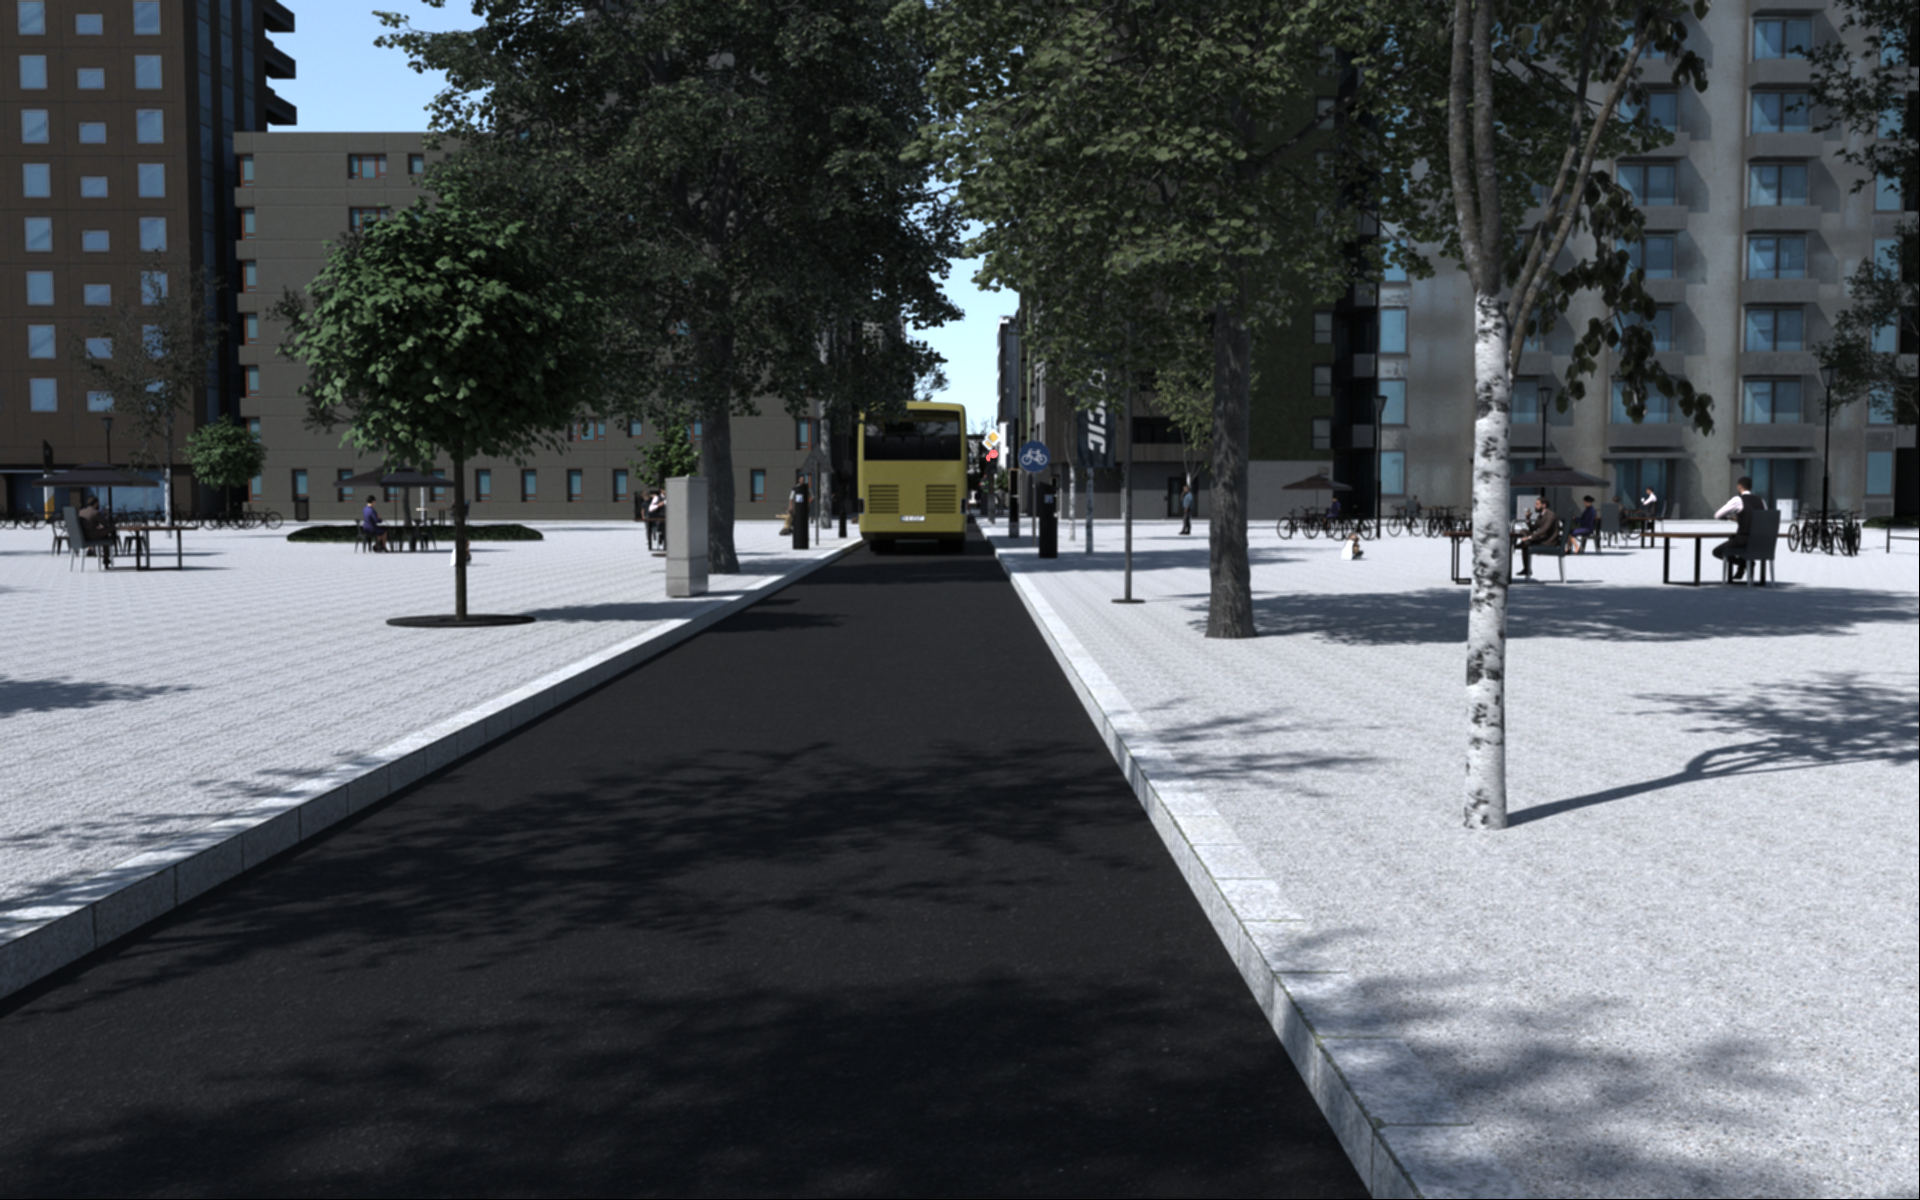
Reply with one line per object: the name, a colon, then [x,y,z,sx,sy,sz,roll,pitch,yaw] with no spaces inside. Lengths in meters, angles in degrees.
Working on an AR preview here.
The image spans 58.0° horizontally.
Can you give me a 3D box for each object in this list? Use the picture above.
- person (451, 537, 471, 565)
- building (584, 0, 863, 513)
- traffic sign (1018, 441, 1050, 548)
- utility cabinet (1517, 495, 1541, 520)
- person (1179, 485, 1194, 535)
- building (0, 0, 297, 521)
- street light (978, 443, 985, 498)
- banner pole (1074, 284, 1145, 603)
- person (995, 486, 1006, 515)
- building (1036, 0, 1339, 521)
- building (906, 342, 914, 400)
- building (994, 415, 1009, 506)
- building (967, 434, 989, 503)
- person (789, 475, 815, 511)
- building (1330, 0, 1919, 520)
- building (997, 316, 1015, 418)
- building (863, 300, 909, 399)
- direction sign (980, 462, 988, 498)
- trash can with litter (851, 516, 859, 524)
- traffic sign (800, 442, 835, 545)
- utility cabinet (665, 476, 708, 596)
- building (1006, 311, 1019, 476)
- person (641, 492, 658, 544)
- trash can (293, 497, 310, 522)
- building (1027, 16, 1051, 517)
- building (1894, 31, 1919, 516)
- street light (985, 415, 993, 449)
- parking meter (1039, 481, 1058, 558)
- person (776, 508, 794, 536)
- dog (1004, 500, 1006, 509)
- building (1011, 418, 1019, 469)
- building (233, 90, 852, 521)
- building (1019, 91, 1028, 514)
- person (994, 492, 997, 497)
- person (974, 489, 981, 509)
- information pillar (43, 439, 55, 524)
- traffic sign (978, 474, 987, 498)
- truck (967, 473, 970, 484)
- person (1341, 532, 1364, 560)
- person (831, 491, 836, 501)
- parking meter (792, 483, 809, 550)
person: [-8.952,-0.892,31.096,0.357,0.543,0.381,-2,4,-25]
building: [-15.526,-42.223,128.595,20.563,71.187,20.611,0,3,0]
traffic sign: [1.769,-2.519,41.291,0.768,2.556,0.104,0,4,6]
utility cabinet: [26.564,-4.265,80.897,1.020,1.237,0.306,0,4,-7]
person: [7.115,-2.818,54.335,0.429,1.552,0.499,1,4,22]
building: [-43.339,-26.766,87.736,14.200,45.320,14.600,0,3,0]
street light: [1.817,-11.158,155.228,0.468,5.910,1.993,0,3,0]
banner pole: [1.767,-1.861,20.442,0.863,3.779,0.401,1,4,16]
person: [2.491,-6.136,106.509,0.875,1.805,0.789,-1,4,-13]
building: [11.062,-19.433,89.437,14.107,30.474,14.160,0,3,0]
building: [-11.691,-22.397,222.616,11.380,20.091,16.016,0,3,0]
building: [8.668,-14.826,184.559,9.099,9.664,28.070,0,3,0]
building: [5.936,-18.721,248.243,28.070,9.664,9.099,0,3,0]
person: [-4.428,-2.575,48.288,0.875,1.805,0.789,-1,4,-14]
building: [33.342,-29.004,93.829,30.456,49.044,23.786,0,3,0]
building: [18.489,-22.672,214.660,27.936,21.610,32.646,0,3,0]
building: [-13.988,-18.782,173.543,16.747,18.905,31.486,0,3,0]
direction sign: [1.819,-7.884,120.893,0.876,3.537,0.379,-2,4,-26]
trash can with litter: [-4.239,-3.861,74.511,1.055,1.170,0.624,0,4,1]
traffic sign: [-3.580,-2.652,43.370,0.884,2.594,0.081,0,4,2]
utility cabinet: [-3.461,-0.809,21.908,0.318,1.500,1.173,0,4,3]
building: [12.436,-18.830,164.283,16.016,20.091,11.380,0,3,0]
person: [-7.933,-2.104,44.348,0.435,1.345,0.340,-1,4,-8]
trash can: [-30.801,-4.245,81.051,0.748,1.137,0.748,0,3,0]
building: [11.019,-25.720,104.116,14.154,41.232,14.086,0,3,0]
building: [59.601,-28.707,93.062,21.600,48.544,21.300,0,3,0]
street light: [1.887,-7.855,101.219,0.468,5.910,1.993,0,3,0]
parking meter: [1.770,-1.608,34.698,0.372,1.533,0.369,0,3,0]
person: [-5.401,-2.422,53.574,0.695,0.859,0.347,3,5,43]
dog: [3.955,-8.381,151.413,0.800,0.831,0.513,-2,4,-32]
building: [15.777,-50.570,139.495,22.319,86.520,31.000,0,3,0]
building: [-20.808,-15.436,97.415,27.650,21.520,28.899,0,3,0]
building: [10.996,-21.223,118.693,14.160,30.474,14.107,0,3,0]
person: [3.426,-10.615,180.385,1.217,1.735,0.721,3,5,44]
person: [1.526,-8.966,153.458,0.431,1.722,0.655,-2,4,-30]
information pillar: [-38.993,-5.061,74.105,0.183,3.616,0.504,1,4,12]
traffic sign: [1.604,-6.699,109.524,0.884,2.594,0.081,0,4,5]
truck: [-0.830,-6.960,102.714,2.839,4.237,11.283,0,4,1]
person: [7.662,-1.060,33.848,0.357,0.543,0.381,-2,4,-32]
person: [-6.443,-4.635,85.017,0.799,1.438,0.628,0,4,-4]
parking meter: [-3.692,-1.939,40.113,0.372,1.533,0.369,0,3,0]
